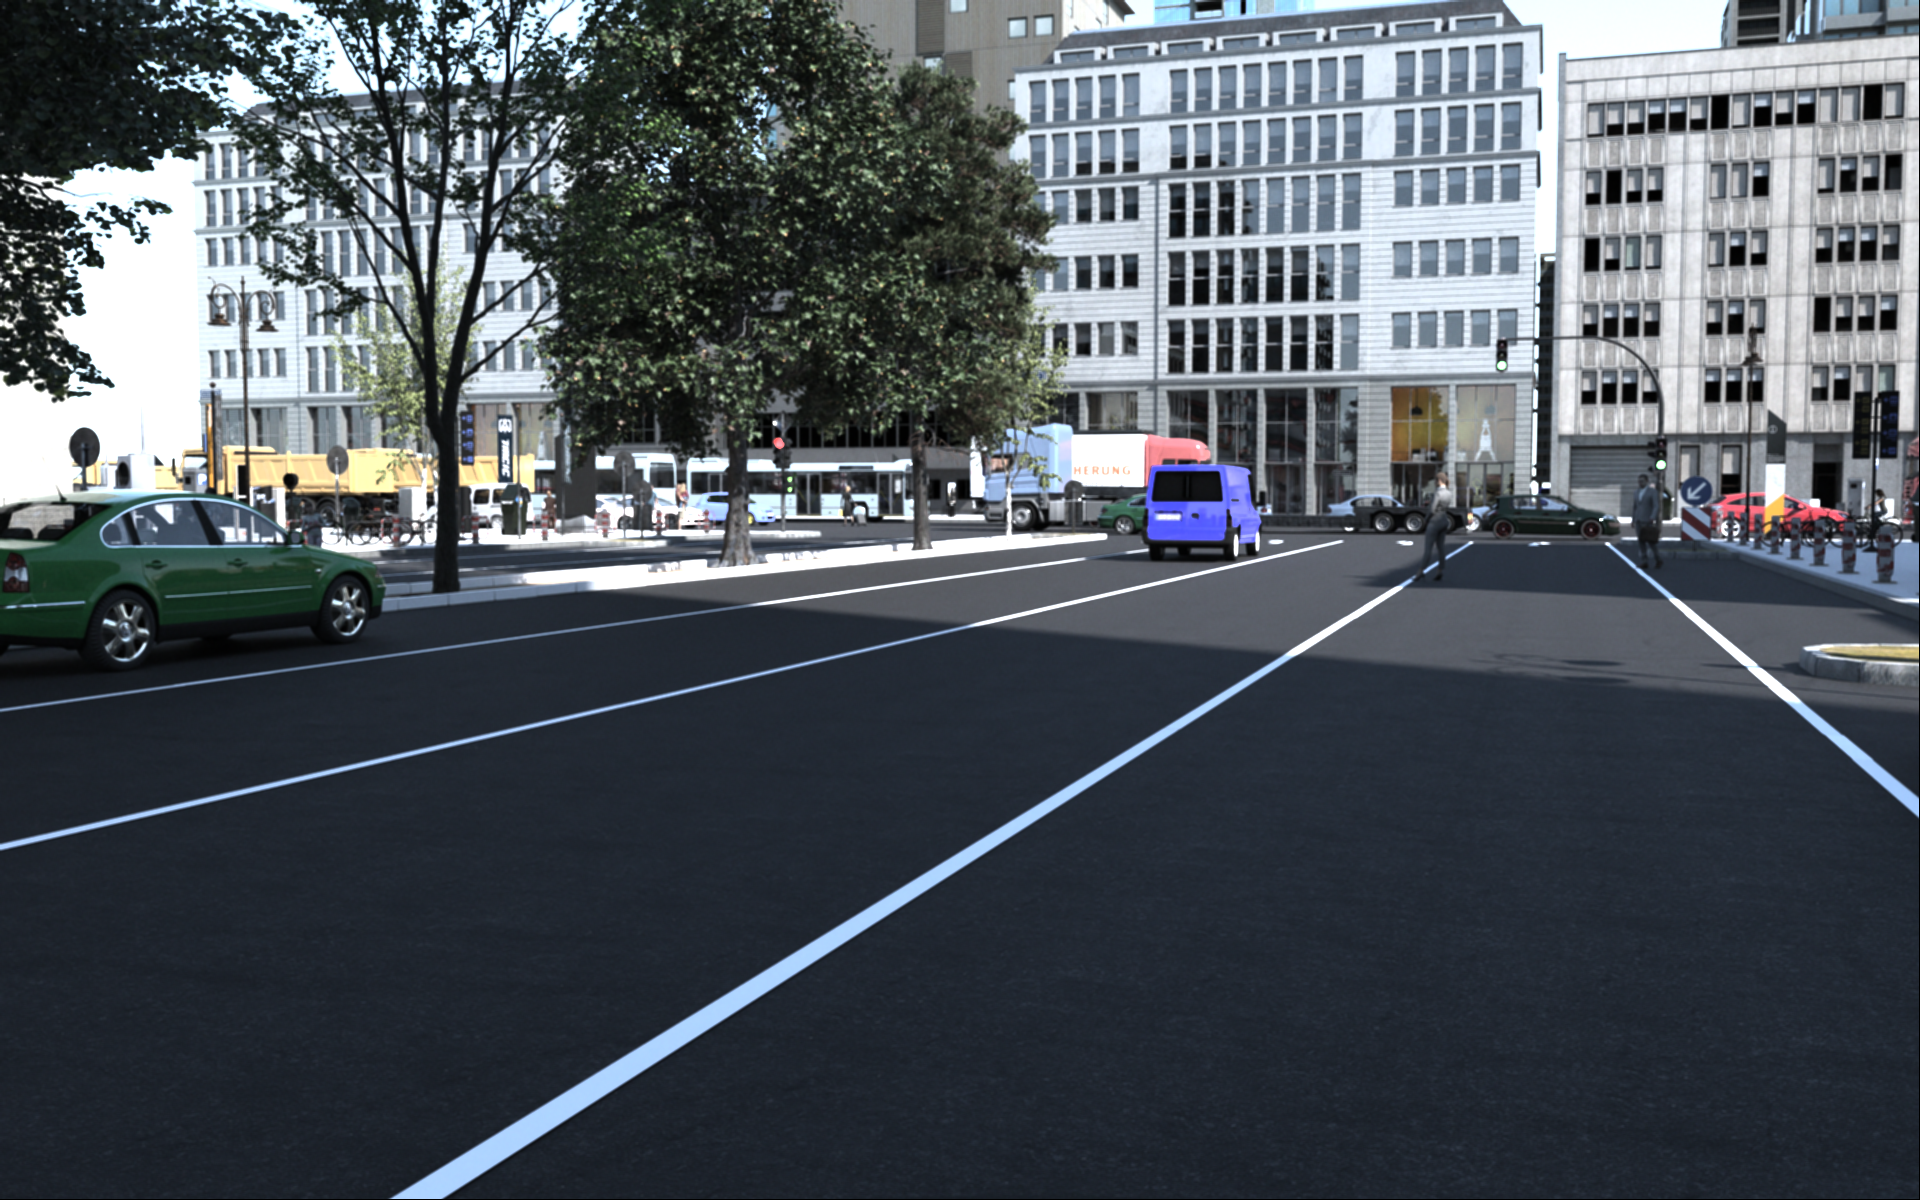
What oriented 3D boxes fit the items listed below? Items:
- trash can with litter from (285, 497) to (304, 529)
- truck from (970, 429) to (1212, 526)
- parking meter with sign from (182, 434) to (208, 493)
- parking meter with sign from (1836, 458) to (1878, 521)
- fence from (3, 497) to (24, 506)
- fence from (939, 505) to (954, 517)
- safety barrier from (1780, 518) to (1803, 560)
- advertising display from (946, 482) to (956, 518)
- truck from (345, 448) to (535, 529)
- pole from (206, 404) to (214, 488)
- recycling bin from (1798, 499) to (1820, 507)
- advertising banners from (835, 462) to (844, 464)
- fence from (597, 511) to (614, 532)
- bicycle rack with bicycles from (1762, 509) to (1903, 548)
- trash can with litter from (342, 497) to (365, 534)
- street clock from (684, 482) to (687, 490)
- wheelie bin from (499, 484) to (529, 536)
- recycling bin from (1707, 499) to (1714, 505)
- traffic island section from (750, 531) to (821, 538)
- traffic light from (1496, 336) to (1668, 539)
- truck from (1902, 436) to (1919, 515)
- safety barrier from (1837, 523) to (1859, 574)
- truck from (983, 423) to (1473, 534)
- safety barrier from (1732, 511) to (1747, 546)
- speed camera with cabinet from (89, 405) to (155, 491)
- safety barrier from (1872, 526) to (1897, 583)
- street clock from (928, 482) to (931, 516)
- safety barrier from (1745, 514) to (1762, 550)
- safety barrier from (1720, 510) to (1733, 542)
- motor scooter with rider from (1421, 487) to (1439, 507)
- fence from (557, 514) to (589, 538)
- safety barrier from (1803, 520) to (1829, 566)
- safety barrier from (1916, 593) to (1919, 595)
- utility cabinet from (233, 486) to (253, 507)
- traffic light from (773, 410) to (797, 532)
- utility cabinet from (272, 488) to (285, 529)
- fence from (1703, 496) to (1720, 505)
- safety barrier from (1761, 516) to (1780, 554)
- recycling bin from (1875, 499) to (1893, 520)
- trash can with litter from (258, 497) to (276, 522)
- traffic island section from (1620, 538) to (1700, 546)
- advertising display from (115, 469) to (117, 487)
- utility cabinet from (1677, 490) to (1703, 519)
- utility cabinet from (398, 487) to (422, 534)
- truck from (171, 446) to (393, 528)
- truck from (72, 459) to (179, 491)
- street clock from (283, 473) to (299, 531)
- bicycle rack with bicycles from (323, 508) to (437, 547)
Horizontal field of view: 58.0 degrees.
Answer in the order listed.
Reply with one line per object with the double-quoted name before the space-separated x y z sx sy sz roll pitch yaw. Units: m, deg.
"trash can with litter" -24.391 -3.181 63.398 0.624 1.170 1.055 0 4 -6
"truck" 6.135 -5.381 76.891 11.283 4.237 2.839 1 4 17
"parking meter with sign" -22.341 -3.327 50.661 1.738 3.016 0.543 2 4 33
"parking meter with sign" 43.597 -5.382 84.249 1.738 3.016 0.543 3 5 42
"fence" -23.922 -2.089 45.360 0.480 1.192 2.264 3 5 39
"fence" -0.692 -5.112 98.950 0.278 0.683 2.069 1 4 19
"safety barrier" 16.421 -1.209 34.039 0.300 0.817 1.120 1 4 19
"advertising display" -0.487 -5.454 94.387 0.123 1.923 0.974 2 4 25
"truck" -23.059 -4.767 73.869 9.791 3.379 3.469 1 4 17
"pole" -17.017 -2.784 39.360 0.158 3.312 0.155 0 3 0
"recycling bin" 41.279 -4.385 84.254 0.722 1.027 0.722 -2 4 -30
"advertising banners" -5.885 -6.098 95.896 2.074 3.025 0.090 0 4 4
"fence" -12.247 -2.688 59.328 0.278 0.683 2.069 -2 4 -27
"bicycle rack with bicycles" 21.290 -1.753 42.045 2.925 0.926 2.852 3 5 42
"trash can with litter" -19.661 -2.750 56.347 0.624 1.170 1.055 -3 5 -42
"street clock" -16.743 -6.215 106.191 0.358 2.002 0.471 3 5 43
"wheelie bin" -13.831 -2.803 53.732 0.980 1.594 0.693 2 4 32
"recycling bin" 39.220 -4.722 89.767 0.722 1.027 0.722 -2 4 -28
"traffic island section" -5.942 -2.190 58.085 2.009 0.180 2.903 1 4 19
"traffic light" 17.856 -4.593 49.760 4.771 5.953 1.251 1 4 19
"truck" 42.093 -4.762 66.775 11.283 4.237 2.839 1 4 19
"safety barrier" 14.364 -0.838 27.984 0.300 0.817 1.120 1 4 19
"truck" 9.406 -4.596 64.903 18.799 4.110 2.967 1 4 20
"safety barrier" 19.515 -1.766 43.143 0.300 0.817 1.120 1 4 19
"speed camera with cabinet" -18.877 -2.730 38.973 2.038 3.252 0.660 3 4 39
"safety barrier" 13.327 -0.652 24.943 0.300 0.817 1.120 1 4 19
"street clock" -1.840 -5.959 101.994 0.358 2.002 0.471 0 4 6
"safety barrier" 18.483 -1.580 40.112 0.300 0.817 1.120 1 4 19
"safety barrier" 20.544 -1.951 46.170 0.300 0.817 1.120 1 4 19
"motor scooter with rider" 20.625 -4.067 75.455 1.986 1.779 0.876 1 4 17
"fence" -11.586 -2.233 51.877 0.278 0.683 2.069 0 4 7
"safety barrier" 15.390 -1.024 31.013 0.300 0.817 1.120 1 4 19
"safety barrier" 12.298 -0.467 21.916 0.300 0.817 1.120 1 4 19
"utility cabinet" -20.145 -2.449 48.723 0.318 1.500 1.173 -2 4 -34
"traffic light" -5.908 -4.221 57.938 0.839 4.253 0.868 1 4 19
"utility cabinet" -24.833 -3.287 62.417 1.173 1.500 0.318 2 4 32
"fence" 36.947 -4.430 83.633 2.264 1.192 0.480 -2 4 -27
"safety barrier" 17.454 -1.395 37.078 0.300 0.817 1.120 1 4 19
"recycling bin" 45.791 -4.484 85.872 0.722 1.027 0.722 1 4 16
"trash can with litter" -15.857 -1.803 40.534 1.678 1.210 2.233 1 4 17
"traffic island section" 19.900 -1.654 49.327 2.009 0.180 2.903 1 4 19
"advertising display" -20.694 -2.339 43.463 0.123 1.923 0.974 2 4 31
"utility cabinet" 37.239 -4.870 88.309 1.173 1.500 0.318 3 5 41
"utility cabinet" -17.594 -2.856 55.374 0.318 1.500 1.173 -3 4 -38
"truck" -27.693 -4.536 70.081 9.791 3.379 3.469 1 4 20
"truck" -46.516 -6.205 97.370 9.791 3.379 3.469 1 4 20
"street clock" -23.158 -3.389 59.981 0.471 2.002 0.358 1 4 15
"bicycle rack with bicycles" -14.571 -1.841 43.486 2.925 0.926 2.852 -1 4 -14
